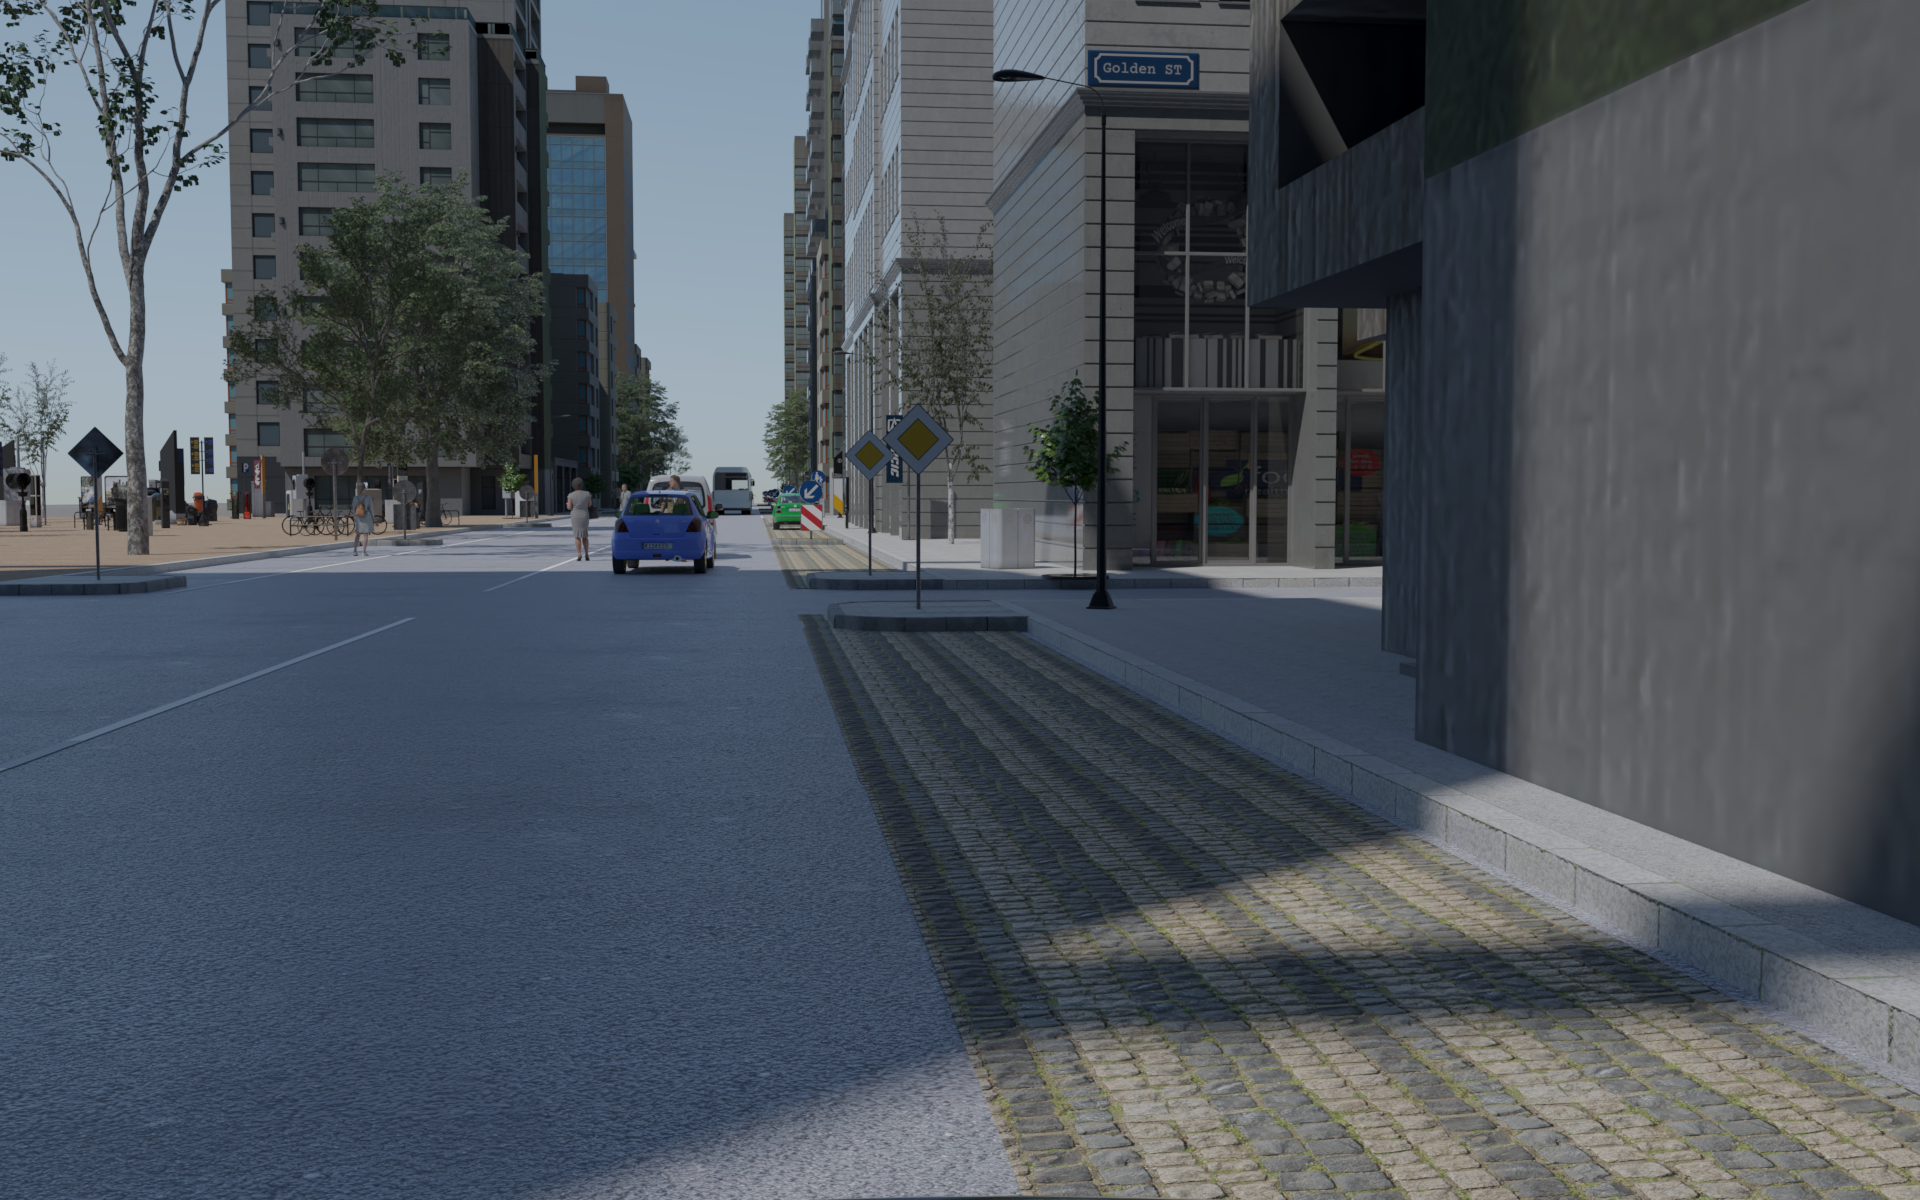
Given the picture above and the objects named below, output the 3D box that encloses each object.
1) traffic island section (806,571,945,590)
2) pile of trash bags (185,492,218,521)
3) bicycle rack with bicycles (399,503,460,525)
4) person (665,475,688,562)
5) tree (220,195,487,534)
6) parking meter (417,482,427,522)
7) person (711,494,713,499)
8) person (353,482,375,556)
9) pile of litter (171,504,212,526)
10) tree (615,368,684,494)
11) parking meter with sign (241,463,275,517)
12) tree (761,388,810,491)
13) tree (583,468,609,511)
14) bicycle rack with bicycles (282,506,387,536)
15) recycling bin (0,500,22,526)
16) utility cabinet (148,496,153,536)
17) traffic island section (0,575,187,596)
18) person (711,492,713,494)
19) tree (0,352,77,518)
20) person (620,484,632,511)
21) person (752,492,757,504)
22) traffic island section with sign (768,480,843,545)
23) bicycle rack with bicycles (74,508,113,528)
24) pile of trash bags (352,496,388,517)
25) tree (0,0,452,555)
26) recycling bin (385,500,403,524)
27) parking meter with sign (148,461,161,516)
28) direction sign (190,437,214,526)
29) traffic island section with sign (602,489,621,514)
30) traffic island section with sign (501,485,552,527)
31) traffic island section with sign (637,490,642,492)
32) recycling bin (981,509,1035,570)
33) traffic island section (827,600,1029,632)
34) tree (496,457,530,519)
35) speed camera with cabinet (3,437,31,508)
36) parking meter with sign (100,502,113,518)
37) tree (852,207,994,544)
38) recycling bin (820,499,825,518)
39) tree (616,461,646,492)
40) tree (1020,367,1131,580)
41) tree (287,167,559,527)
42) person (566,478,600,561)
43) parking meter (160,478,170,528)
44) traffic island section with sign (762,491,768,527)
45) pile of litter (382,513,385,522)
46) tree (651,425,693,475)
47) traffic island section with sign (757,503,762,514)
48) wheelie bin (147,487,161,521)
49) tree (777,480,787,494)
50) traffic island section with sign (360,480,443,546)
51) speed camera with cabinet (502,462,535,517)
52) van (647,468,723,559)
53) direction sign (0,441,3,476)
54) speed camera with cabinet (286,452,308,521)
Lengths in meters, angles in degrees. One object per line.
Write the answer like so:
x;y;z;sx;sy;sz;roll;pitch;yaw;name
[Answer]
-1.395;-0.305;27.271;2.009;0.180;2.903;0;4;-7;traffic island section
-35.678;-4.351;80.888;1.912;1.369;3.447;-2;4;-29;pile of trash bags
-22.125;-3.539;71.252;2.852;0.926;2.925;2;4;26;bicycle rack with bicycles
-6.071;-1.734;36.768;0.656;1.842;0.836;-2;4;-30;person
-19.220;-7.370;54.906;8.767;10.594;7.601;-1;4;-11;tree
-25.093;-4.590;80.756;0.399;1.863;0.255;2;4;24;parking meter
-26.495;-10.607;185.163;0.421;1.427;0.697;0;4;-7;person
-13.761;-1.859;39.900;0.512;1.701;0.522;0;4;-7;person
-31.602;-3.491;71.043;1.719;0.858;1.176;-2;4;-24;pile of litter
-33.059;-16.434;175.353;9.857;13.997;8.962;0;3;0;tree
-39.001;-6.122;96.358;1.738;3.016;0.543;1;4;12;parking meter with sign
-17.689;-16.353;185.504;7.486;12.596;7.792;0;3;0;tree
-27.649;-8.441;132.617;1.663;3.219;1.824;0;3;0;tree
-19.522;-2.449;53.426;2.925;0.926;2.852;0;4;3;bicycle rack with bicycles
-38.342;-3.511;69.953;0.722;1.027;0.722;3;4;37;recycling bin
-24.959;-2.552;52.892;0.306;1.237;1.020;-3;5;-40;utility cabinet
-12.905;-0.221;25.902;2.009;0.180;2.903;0;4;-7;traffic island section
-34.343;-14.158;240.518;0.617;1.759;0.750;2;4;35;person
-49.580;-8.730;93.093;4.360;8.622;3.978;0;3;0;tree
-12.564;-3.448;64.969;0.635;1.810;0.391;2;4;34;person
-28.964;-14.227;241.825;1.217;1.735;0.721;1;4;10;person
-4.367;-2.488;49.307;1.989;1.847;2.006;0;4;-7;traffic island section with sign
-32.221;-3.229;66.168;2.852;0.926;2.925;1;4;11;bicycle rack with bicycles
-32.905;-5.305;96.483;1.912;1.369;3.447;-3;4;-36;pile of trash bags
-17.514;-11.105;37.464;12.611;20.169;13.585;0;3;0;tree
-24.449;-3.824;75.068;0.722;1.027;0.722;0;4;0;recycling bin
-42.332;-5.806;91.192;1.738;3.016;0.543;2;4;35;parking meter with sign
-30.093;-4.699;68.820;0.876;3.537;0.379;-1;4;-8;direction sign
-24.792;-7.121;125.057;1.989;1.847;2.006;0;4;-7;traffic island section with sign
-18.848;-4.084;75.409;1.989;1.847;2.006;0;4;-7;traffic island section with sign
-28.022;-8.770;152.010;1.989;1.847;2.006;0;4;-7;traffic island section with sign
0.824;-1.058;29.859;0.722;1.027;0.722;-2;4;-28;recycling bin
-0.445;0.180;19.342;2.009;0.180;2.903;0;4;-7;traffic island section
-23.256;-5.831;89.937;1.663;3.219;1.824;0;3;0;tree
-33.218;-3.996;59.664;2.038;3.252;0.660;0;4;-7;speed camera with cabinet
-45.389;-5.919;93.030;1.738;3.016;0.543;-3;4;-38;parking meter with sign
-0.368;-5.725;43.972;4.360;8.622;3.978;0;3;0;tree
-7.763;-5.027;94.742;0.722;1.027;0.722;0;4;-6;recycling bin
-32.191;-11.272;168.004;4.285;4.588;4.351;0;3;0;tree
1.871;-1.942;26.350;1.663;3.219;1.824;0;3;0;tree
-20.472;-9.782;66.583;9.857;13.997;8.962;0;3;0;tree
-8.084;-1.728;37.109;0.716;1.782;0.532;-2;4;-28;person
-29.690;-3.607;64.691;0.255;1.863;0.399;-2;4;-35;parking meter
-7.577;-4.125;76.071;1.989;1.847;2.006;0;4;-7;traffic island section with sign
-26.737;-3.937;78.338;1.176;0.858;1.719;2;4;32;pile of litter
-43.718;-20.370;258.810;9.928;11.665;9.643;0;3;0;tree
-13.556;-7.180;126.020;1.989;1.847;2.006;0;4;-7;traffic island section with sign
-37.920;-4.491;81.330;0.980;1.594;0.693;0;3;0;wheelie bin
-22.456;-13.762;219.614;1.663;3.219;1.824;0;3;0;tree
-15.637;-2.448;48.645;1.989;1.847;2.006;0;4;-7;traffic island section with sign
-24.540;-6.232;96.237;2.038;3.252;0.660;3;4;36;speed camera with cabinet
-6.411;-1.988;39.522;2.013;2.044;4.112;-1;4;-9;van
-41.174;-5.022;74.101;0.379;3.537;0.876;0;4;-2;direction sign
-31.530;-5.383;82.341;0.660;3.252;2.038;-2;4;-33;speed camera with cabinet
